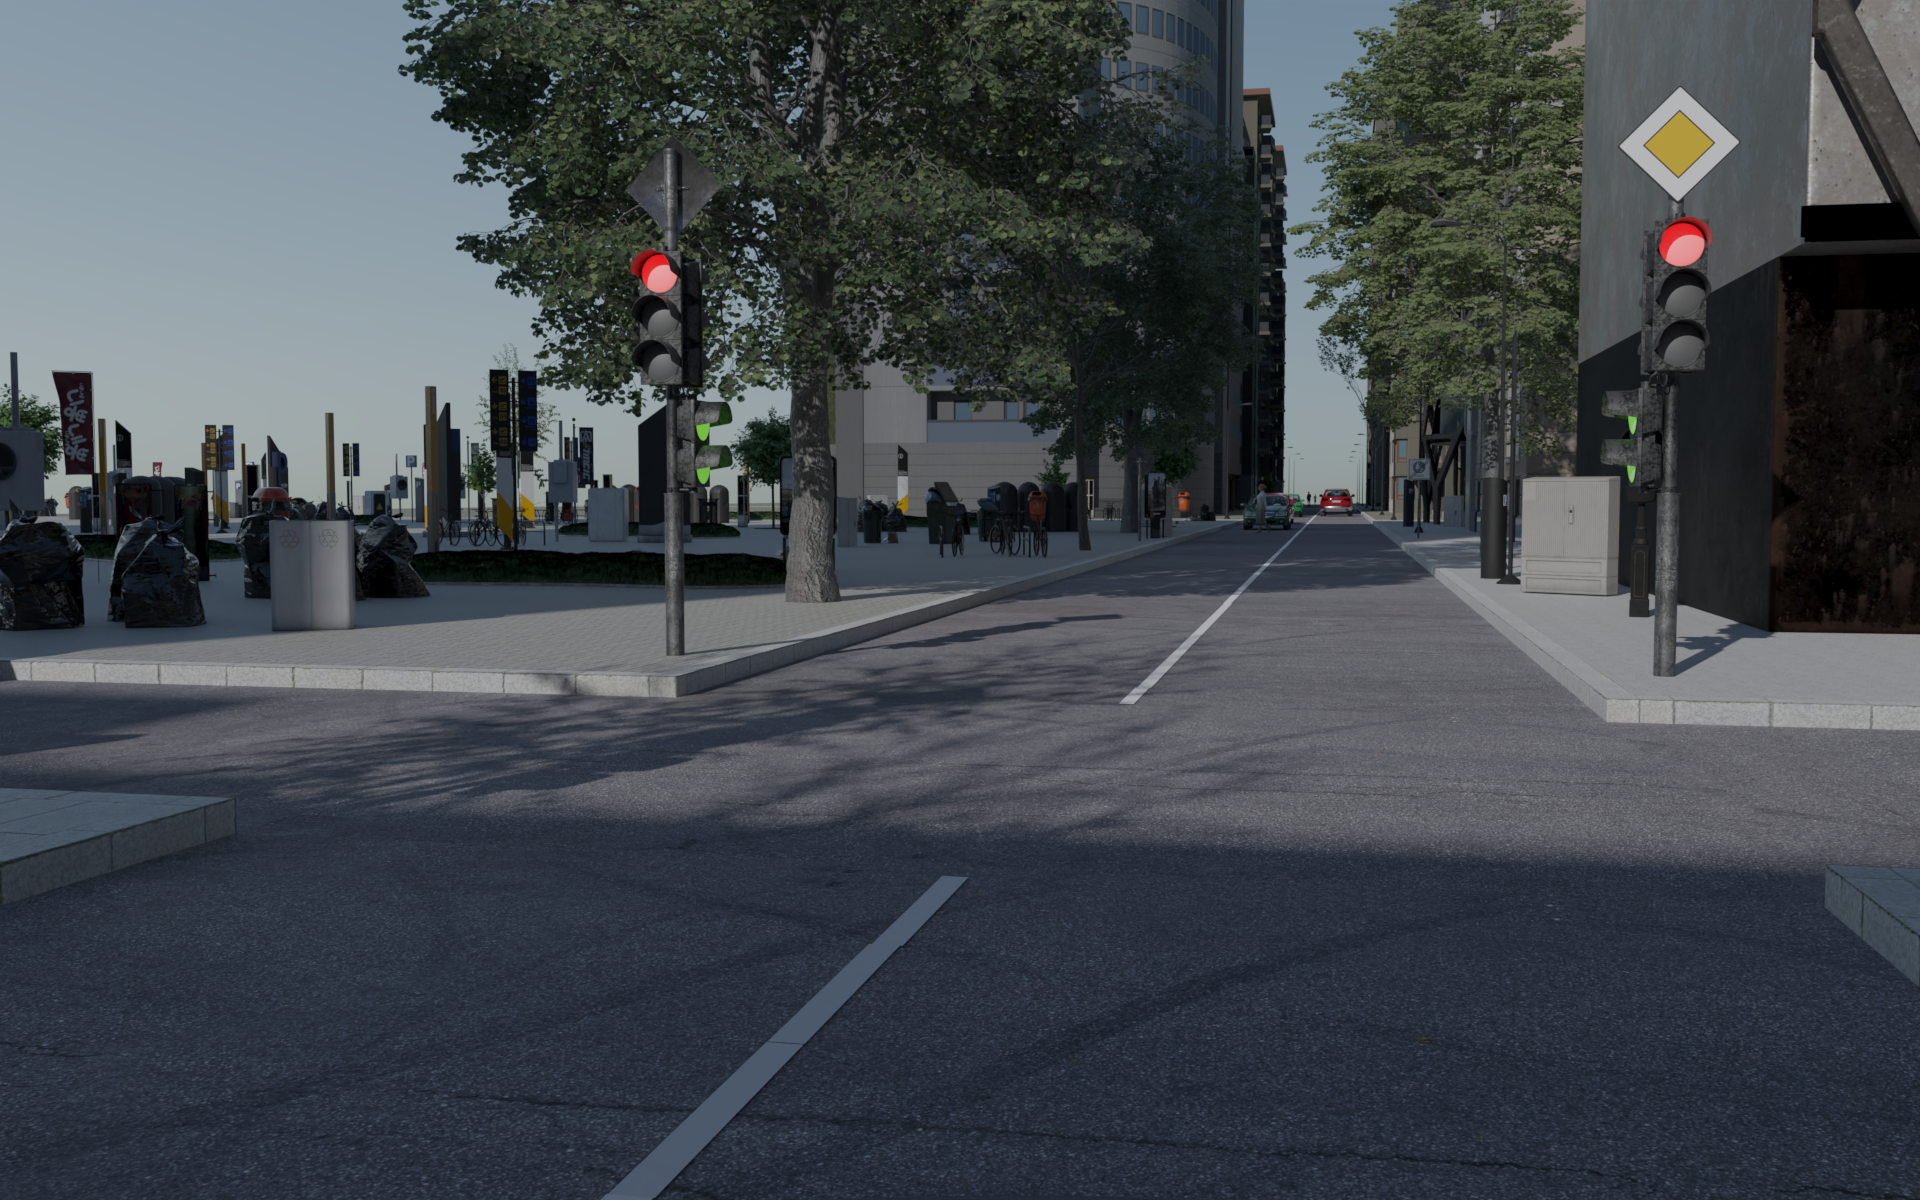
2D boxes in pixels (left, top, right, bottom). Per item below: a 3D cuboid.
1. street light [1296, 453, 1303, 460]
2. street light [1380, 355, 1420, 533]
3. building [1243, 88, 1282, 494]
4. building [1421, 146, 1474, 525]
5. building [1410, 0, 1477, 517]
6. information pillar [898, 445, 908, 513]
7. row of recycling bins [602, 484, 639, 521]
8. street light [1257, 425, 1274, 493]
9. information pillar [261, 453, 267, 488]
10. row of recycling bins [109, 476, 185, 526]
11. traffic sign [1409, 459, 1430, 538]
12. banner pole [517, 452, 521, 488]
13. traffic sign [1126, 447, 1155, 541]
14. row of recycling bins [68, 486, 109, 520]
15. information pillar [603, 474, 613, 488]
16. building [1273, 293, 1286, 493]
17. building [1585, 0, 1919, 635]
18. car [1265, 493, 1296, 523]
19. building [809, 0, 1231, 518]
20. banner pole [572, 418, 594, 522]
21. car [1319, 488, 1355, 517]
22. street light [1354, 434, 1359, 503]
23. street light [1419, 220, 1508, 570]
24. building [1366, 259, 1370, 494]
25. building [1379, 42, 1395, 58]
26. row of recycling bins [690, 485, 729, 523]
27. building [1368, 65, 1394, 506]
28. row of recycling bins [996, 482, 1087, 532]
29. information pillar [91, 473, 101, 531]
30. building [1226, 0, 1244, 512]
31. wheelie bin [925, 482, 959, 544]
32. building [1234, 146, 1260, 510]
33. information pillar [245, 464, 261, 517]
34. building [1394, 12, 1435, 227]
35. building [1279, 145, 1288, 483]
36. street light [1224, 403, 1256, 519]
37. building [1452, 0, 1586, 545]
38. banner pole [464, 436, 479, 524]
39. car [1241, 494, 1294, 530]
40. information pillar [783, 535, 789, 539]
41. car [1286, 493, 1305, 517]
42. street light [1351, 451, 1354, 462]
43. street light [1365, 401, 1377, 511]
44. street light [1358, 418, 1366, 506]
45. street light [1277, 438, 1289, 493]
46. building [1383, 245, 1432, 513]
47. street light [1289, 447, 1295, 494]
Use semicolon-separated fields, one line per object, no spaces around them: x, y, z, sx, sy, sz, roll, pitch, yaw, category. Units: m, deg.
38.145;-13.784;197.901;1.470;5.913;1.316;1;4;12;street light
14.716;-5.195;57.480;1.470;5.913;1.316;1;4;12;street light
22.296;-32.499;185.978;22.147;44.769;28.867;1;4;12;building
28.489;-12.662;74.474;16.820;18.784;16.811;1;4;12;building
37.369;-27.135;98.275;22.147;44.769;28.867;1;4;12;building
-2.692;-5.492;81.155;0.504;3.616;0.183;0;4;-7;information pillar
-13.409;-3.943;71.579;3.534;1.692;1.069;2;4;29;row of recycling bins
20.337;-8.791;116.275;1.470;5.913;1.316;1;4;12;street light
-39.143;-6.490;97.462;0.183;3.616;0.504;0;4;5;information pillar
-18.420;-2.008;39.948;1.069;1.692;3.534;-1;4;-9;row of recycling bins
13.300;-2.941;50.212;0.606;2.300;0.079;1;4;18;traffic sign
-23.027;-6.199;91.365;0.401;3.779;0.863;3;5;41;banner pole
4.881;-2.867;46.974;0.768;2.556;0.104;1;4;16;traffic sign
-43.047;-4.906;87.334;3.534;1.692;1.069;-1;4;-12;row of recycling bins
-13.010;-3.639;63.993;0.304;2.012;0.304;0;4;3;information pillar
36.828;-28.365;235.462;14.160;30.474;14.107;1;4;12;building
16.755;-9.253;18.745;16.811;18.784;16.820;1;4;12;building
15.219;-4.583;83.966;2.155;1.783;4.494;1;4;14;car
4.651;-34.324;103.194;21.231;58.520;28.212;1;4;12;building
-12.419;-4.088;56.862;0.863;3.779;0.401;-1;4;-17;banner pole
24.354;-6.316;111.947;2.281;1.827;5.304;1;4;13;car
31.143;-9.800;132.765;1.470;5.913;1.316;1;4;12;street light
8.651;-3.478;29.413;1.470;5.913;1.316;1;4;12;street light
55.480;-26.524;205.361;14.160;30.474;14.107;1;4;12;building
64.516;-41.722;224.158;21.231;58.520;28.212;1;4;12;building
-11.892;-4.212;75.986;3.534;1.692;1.069;-1;4;-16;row of recycling bins
55.151;-34.391;185.988;21.300;48.544;21.600;1;4;12;building
2.733;-3.160;58.771;3.534;1.692;1.069;-2;4;-27;row of recycling bins
-29.587;-3.365;59.506;0.304;2.012;0.304;0;4;8;information pillar
12.899;-29.006;124.359;14.600;45.320;14.200;1;4;12;building
-0.499;-2.238;44.499;0.693;1.594;0.980;2;4;32;wheelie bin
19.007;-23.336;153.242;14.160;30.474;14.107;1;4;12;building
-17.584;-2.363;43.129;0.304;2.012;0.304;-1;4;-12;information pillar
44.400;-28.479;149.232;14.154;41.232;14.086;1;4;12;building
29.020;-34.260;214.771;22.147;44.769;28.867;1;4;12;building
14.230;-7.095;88.544;1.470;5.913;1.316;1;4;12;street light
22.180;-16.188;50.584;13.634;28.700;20.117;1;4;12;building
-20.934;-5.160;74.386;0.863;3.779;0.401;2;4;27;banner pole
12.507;-3.583;70.381;2.131;1.459;4.920;1;4;12;car
-4.921;-2.770;49.782;0.304;2.012;0.304;0;4;-1;information pillar
20.468;-6.058;107.851;1.959;1.807;4.718;1;4;11;car
37.160;-11.488;160.363;1.470;5.913;1.316;1;4;12;street light
20.779;-6.880;85.027;1.470;5.913;1.316;1;4;12;street light
25.138;-8.118;105.277;1.470;5.913;1.316;1;4;12;street light
26.437;-10.520;144.542;1.470;5.913;1.316;1;4;12;street light
45.823;-17.280;127.572;27.650;21.520;28.899;1;4;12;building
31.939;-12.072;169.919;1.470;5.913;1.316;1;4;12;street light
